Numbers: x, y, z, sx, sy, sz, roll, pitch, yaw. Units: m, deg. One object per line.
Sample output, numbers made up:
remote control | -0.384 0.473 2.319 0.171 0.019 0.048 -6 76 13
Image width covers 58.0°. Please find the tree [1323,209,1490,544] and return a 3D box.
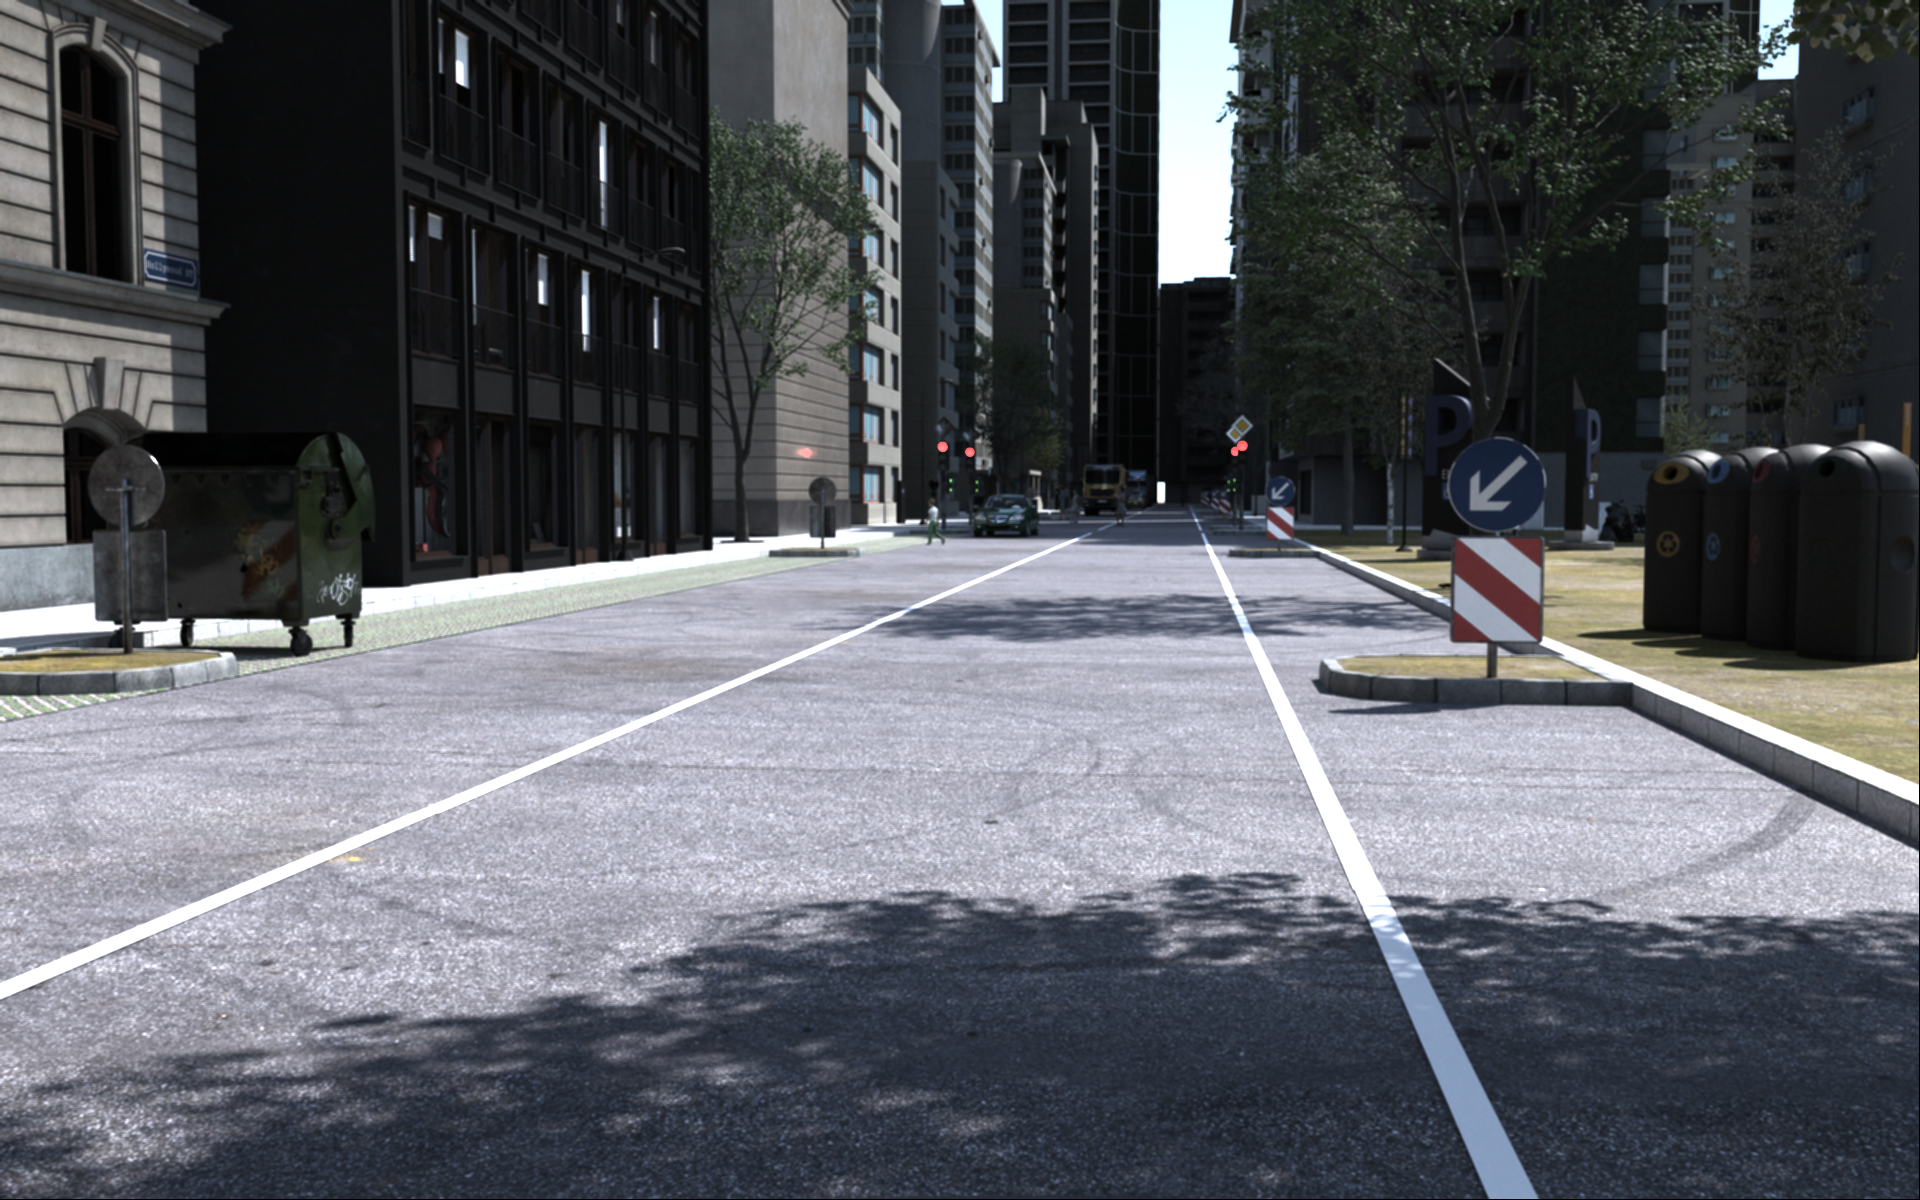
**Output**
tree | 11.092 -5.733 44.093 4.360 8.622 3.978 0 3 0

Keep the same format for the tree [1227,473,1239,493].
tree | 22.991 -9.297 146.609 1.663 3.219 1.824 0 3 0

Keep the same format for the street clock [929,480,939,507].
street clock | -1.314 -5.058 87.276 0.471 2.002 0.358 -1 4 -23

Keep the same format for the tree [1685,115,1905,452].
tree | 16.696 -5.156 34.671 4.360 8.622 3.978 0 3 0

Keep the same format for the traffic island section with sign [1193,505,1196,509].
traffic island section with sign | 24.096 -9.886 170.262 1.989 1.847 2.006 0 4 7

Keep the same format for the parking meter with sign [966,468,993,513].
parking meter with sign | 1.253 -7.267 115.083 1.738 3.016 0.543 -1 4 -21

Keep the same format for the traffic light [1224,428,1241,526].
traffic light | 10.984 -4.912 69.239 0.839 4.253 0.868 0 4 7

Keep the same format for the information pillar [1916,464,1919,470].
information pillar | 23.393 -2.330 42.585 0.304 2.012 0.304 3 4 36

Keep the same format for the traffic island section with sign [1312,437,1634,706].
traffic island section with sign | 3.707 -0.254 12.777 1.989 1.847 2.006 0 4 7

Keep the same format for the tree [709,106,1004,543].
tree | -5.740 -7.340 45.762 9.928 11.665 9.643 0 3 0

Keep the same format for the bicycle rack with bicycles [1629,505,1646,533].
bicycle rack with bicycles | 23.099 -2.671 57.061 2.925 0.926 2.852 -2 4 -35

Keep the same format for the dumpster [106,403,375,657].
dumpster | -6.528 -0.656 15.672 1.985 2.255 1.502 0 4 8

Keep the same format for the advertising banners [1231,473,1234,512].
advertising banners | 19.800 -7.922 125.710 0.090 3.025 2.074 0 4 1

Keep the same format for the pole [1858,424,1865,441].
pole | 26.058 -3.444 50.146 0.158 3.312 0.155 0 3 0

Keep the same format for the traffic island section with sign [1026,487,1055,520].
traffic island section with sign | 4.033 -5.346 96.034 1.989 1.847 2.006 0 4 7

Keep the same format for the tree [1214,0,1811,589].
tree | 7.246 -5.976 23.462 9.928 11.665 9.643 0 3 0

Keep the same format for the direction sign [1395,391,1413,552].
direction sign | 9.927 -2.851 38.609 0.379 3.537 0.876 2 4 31

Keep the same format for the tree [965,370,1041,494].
tree | 2.466 -9.289 102.236 4.360 8.622 3.978 0 3 0

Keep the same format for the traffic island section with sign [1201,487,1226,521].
traffic island section with sign | 14.268 -5.237 94.247 1.989 1.847 2.006 0 4 7

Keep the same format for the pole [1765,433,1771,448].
pole | 27.190 -3.946 58.362 0.158 3.312 0.155 0 3 0

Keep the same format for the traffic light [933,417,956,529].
traffic light | -0.567 -4.510 62.661 0.839 4.253 0.868 0 4 7

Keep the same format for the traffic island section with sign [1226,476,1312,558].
traffic island section with sign | 7.215 -1.910 39.860 1.989 1.847 2.006 0 4 7

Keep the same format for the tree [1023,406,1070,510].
tree | 7.177 -11.739 142.287 4.737 8.622 4.395 0 3 0

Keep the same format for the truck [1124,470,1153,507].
truck | 20.507 -12.749 198.211 2.967 4.110 18.799 1 4 9

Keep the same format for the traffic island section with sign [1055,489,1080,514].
traffic island section with sign | 7.494 -6.981 122.767 1.989 1.847 2.006 0 4 7

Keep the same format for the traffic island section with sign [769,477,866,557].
traffic island section with sign | -3.224 -1.919 40.002 1.989 1.847 2.006 0 4 7

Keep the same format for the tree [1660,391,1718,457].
tree | 51.129 -10.544 122.757 4.737 8.622 4.395 0 3 0

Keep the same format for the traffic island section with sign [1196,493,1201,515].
traffic island section with sign | 17.735 -6.882 121.148 1.989 1.847 2.006 0 4 7

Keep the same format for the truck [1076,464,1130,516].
truck | 9.663 -7.300 115.281 3.469 3.379 9.791 0 4 7

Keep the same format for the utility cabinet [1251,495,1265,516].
utility cabinet | 17.518 -5.512 101.279 0.306 1.237 1.020 -3 5 -40

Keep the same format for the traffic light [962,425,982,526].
traffic light | 0.458 -4.994 70.580 0.839 4.253 0.868 0 4 7

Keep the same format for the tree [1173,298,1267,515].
tree | 18.057 -11.910 105.091 12.009 13.543 11.850 0 3 0

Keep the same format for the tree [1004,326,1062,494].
tree | 2.634 -11.187 108.664 9.928 11.665 9.643 0 3 0

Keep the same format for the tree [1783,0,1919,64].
tree | 5.123 -5.310 4.950 7.486 12.596 7.792 0 3 0

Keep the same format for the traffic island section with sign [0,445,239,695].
traffic island section with sign | -6.704 -0.281 13.215 1.989 1.847 2.006 0 4 7

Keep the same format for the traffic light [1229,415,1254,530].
traffic light | 9.959 -4.428 61.320 0.839 4.253 0.868 0 4 7

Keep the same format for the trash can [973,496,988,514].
trash can | 1.195 -5.865 107.542 0.748 1.137 0.748 0 3 0

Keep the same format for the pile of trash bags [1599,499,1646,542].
pile of trash bags | 18.792 -2.229 46.189 3.447 1.369 1.912 3 5 39

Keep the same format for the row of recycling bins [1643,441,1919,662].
row of recycling bins | 6.999 -0.476 14.903 1.069 1.692 3.534 0 4 -3

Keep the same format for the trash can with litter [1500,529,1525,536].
trash can with litter | 15.770 -2.438 50.922 2.233 1.210 1.678 -2 4 -29

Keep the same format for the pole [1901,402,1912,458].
pole | 21.087 -2.741 38.652 0.158 3.312 0.155 0 3 0
